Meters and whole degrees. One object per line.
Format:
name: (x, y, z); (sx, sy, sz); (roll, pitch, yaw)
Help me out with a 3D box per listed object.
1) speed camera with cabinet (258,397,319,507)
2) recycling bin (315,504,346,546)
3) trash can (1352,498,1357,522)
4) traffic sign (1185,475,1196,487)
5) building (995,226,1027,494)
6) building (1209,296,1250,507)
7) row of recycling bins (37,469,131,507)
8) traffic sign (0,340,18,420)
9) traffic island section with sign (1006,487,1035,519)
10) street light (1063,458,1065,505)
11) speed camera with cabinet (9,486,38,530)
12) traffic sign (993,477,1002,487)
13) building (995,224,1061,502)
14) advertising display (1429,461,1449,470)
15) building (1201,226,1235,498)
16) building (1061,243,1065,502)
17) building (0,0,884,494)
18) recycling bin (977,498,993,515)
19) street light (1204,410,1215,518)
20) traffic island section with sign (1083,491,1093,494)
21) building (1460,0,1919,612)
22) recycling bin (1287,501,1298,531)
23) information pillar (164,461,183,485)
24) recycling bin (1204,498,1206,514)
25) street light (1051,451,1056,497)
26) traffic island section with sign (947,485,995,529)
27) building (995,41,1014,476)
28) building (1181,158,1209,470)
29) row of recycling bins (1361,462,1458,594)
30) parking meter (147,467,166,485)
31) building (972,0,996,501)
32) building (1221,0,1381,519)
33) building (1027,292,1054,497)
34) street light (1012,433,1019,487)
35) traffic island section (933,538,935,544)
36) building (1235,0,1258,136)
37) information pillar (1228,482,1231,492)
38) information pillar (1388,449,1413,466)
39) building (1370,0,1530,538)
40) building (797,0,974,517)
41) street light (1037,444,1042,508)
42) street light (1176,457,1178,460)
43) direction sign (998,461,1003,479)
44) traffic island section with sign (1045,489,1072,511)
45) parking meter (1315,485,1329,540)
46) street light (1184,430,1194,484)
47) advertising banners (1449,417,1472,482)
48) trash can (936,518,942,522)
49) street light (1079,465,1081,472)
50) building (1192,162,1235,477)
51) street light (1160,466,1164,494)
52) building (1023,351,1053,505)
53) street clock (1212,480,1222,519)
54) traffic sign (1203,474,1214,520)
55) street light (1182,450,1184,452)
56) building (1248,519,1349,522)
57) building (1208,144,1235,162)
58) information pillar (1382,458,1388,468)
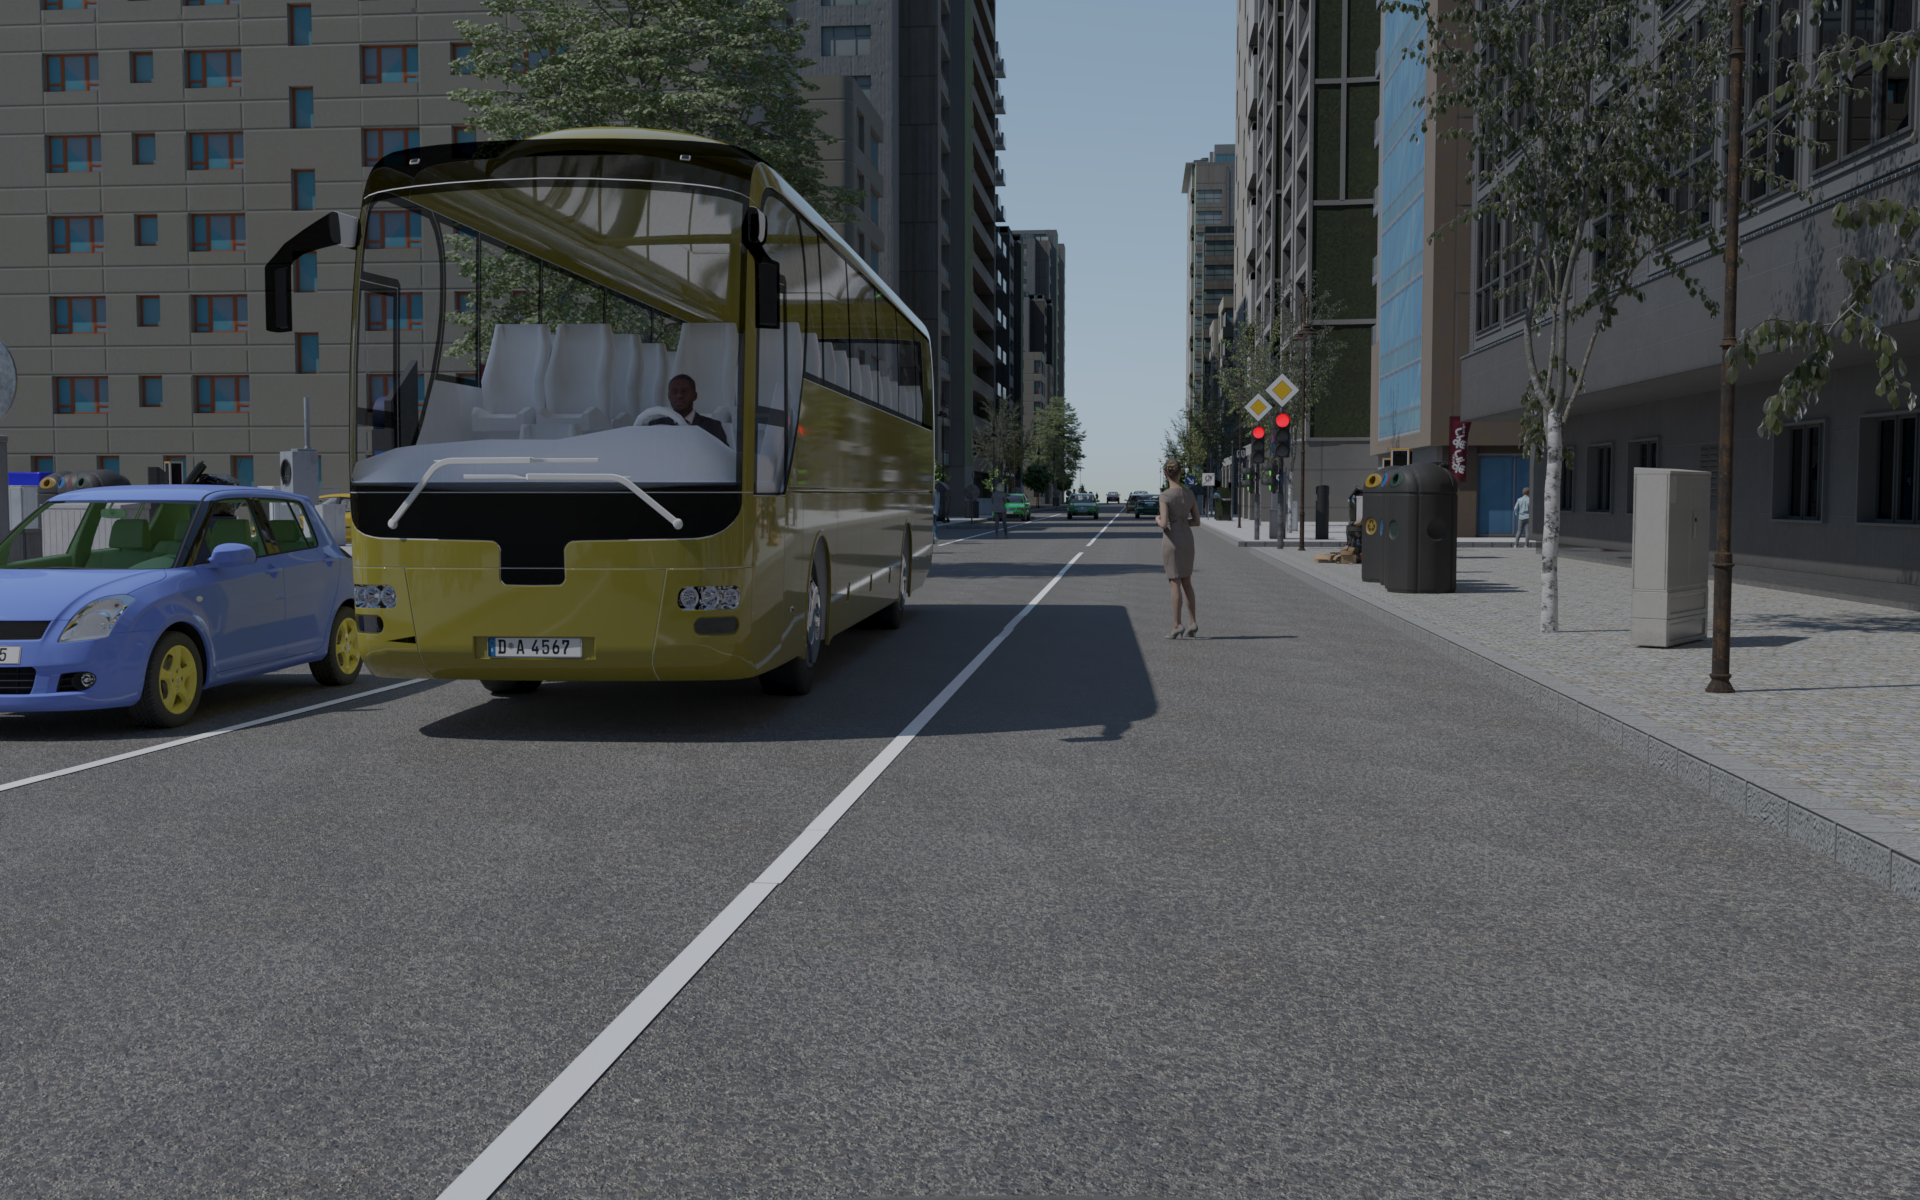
speed camera with cabinet: (-13.975, -2.545, 35.939); (0.660, 3.252, 2.038); (-3, 5, -42)
recycling bin: (-15.659, -1.843, 42.686); (0.722, 1.027, 0.722); (2, 4, 26)
trash can: (13.147, -2.737, 56.406); (0.748, 1.137, 0.748); (0, 3, 0)
traffic sign: (15.413, -7.081, 115.879); (0.768, 2.556, 0.104); (0, 4, 7)
building: (-0.618, -25.313, 185.574); (14.160, 30.474, 14.107); (0, 4, 6)
building: (38.222, -19.549, 164.672); (27.650, 21.520, 28.899); (0, 4, 6)
row of recycling bins: (-15.199, -1.409, 30.152); (1.069, 1.692, 3.534); (-3, 5, -39)
traffic sign: (-7.651, -0.816, 13.451); (0.768, 2.556, 0.104); (1, 4, 13)
traffic island section with sign: (3.264, -5.530, 99.043); (1.989, 1.847, 2.006); (0, 4, 6)
street light: (12.527, -14.448, 209.006); (0.468, 5.910, 1.993); (0, 4, 6)
speed camera with cabinet: (-18.976, -2.402, 33.601); (2.038, 3.252, 0.660); (0, 4, 5)
traffic sign: (2.289, -6.343, 105.838); (0.606, 2.300, 0.079); (0, 4, 8)
building: (7.399, -35.320, 261.072); (14.154, 41.232, 14.086); (0, 4, 6)
advertising display: (9.547, -1.804, 34.710); (0.123, 1.923, 0.974); (0, 4, -4)
building: (33.183, -25.440, 187.652); (14.160, 30.474, 14.107); (0, 4, 6)
building: (9.392, -36.201, 275.472); (14.154, 41.232, 14.086); (0, 4, 6)
building: (-18.770, -13.619, 67.717); (27.650, 21.520, 28.899); (0, 4, 6)
recycling bin: (1.492, -5.631, 104.629); (0.722, 1.027, 0.722); (3, 4, 36)
street light: (13.408, -7.398, 93.742); (0.468, 5.910, 1.993); (0, 4, 6)
traffic island section with sign: (19.528, -15.230, 257.642); (1.989, 1.847, 2.006); (0, 4, 6)
building: (16.424, -14.094, 23.939); (14.314, 27.812, 24.014); (0, 4, 6)
recycling bin: (11.312, -2.902, 60.000); (0.722, 1.027, 0.722); (0, 4, 4)
information pillar: (-17.778, -2.124, 39.215); (0.304, 2.012, 0.304); (-3, 5, -45)
recycling bin: (15.592, -6.110, 112.452); (0.722, 1.027, 0.722); (-1, 4, -11)
street light: (9.925, -12.855, 182.970); (0.468, 5.910, 1.993); (0, 4, 6)
traffic island section with sign: (0.527, -3.890, 72.227); (1.989, 1.847, 2.006); (0, 4, 6)
building: (-7.345, -33.256, 163.338); (23.786, 49.044, 30.456); (0, 4, 6)
building: (48.557, -41.367, 265.595); (28.713, 52.752, 27.495); (0, 4, 6)
row of recycling bins: (6.219, -1.029, 23.932); (1.069, 1.692, 3.534); (0, 4, 7)
parking meter: (-17.322, -1.937, 37.385); (0.255, 1.863, 0.399); (0, 4, -5)
building: (-8.679, -31.368, 136.566); (21.300, 48.544, 21.600); (0, 4, 6)
building: (27.785, -41.095, 110.152); (20.563, 71.187, 20.611); (0, 4, 6)
building: (6.025, -29.085, 247.243); (14.160, 30.474, 14.107); (0, 4, 6)
street light: (3.990, -9.366, 125.916); (0.468, 5.910, 1.993); (0, 4, 6)
traffic island section: (-1.820, -1.661, 49.442); (2.009, 0.180, 2.903); (0, 4, 6)
building: (35.784, -33.421, 135.677); (28.713, 52.752, 27.495); (0, 4, 6)
information pillar: (16.343, -6.135, 104.799); (0.304, 2.012, 0.304); (0, 4, 8)
information pillar: (7.156, -1.444, 28.105); (0.304, 2.012, 0.304); (2, 4, 25)
building: (21.469, -24.786, 55.355); (14.200, 45.320, 14.600); (0, 4, 6)
building: (-6.883, -25.192, 95.492); (14.154, 41.232, 14.086); (0, 4, 6)
street light: (7.048, -11.140, 154.931); (0.468, 5.910, 1.993); (0, 4, 6)
street light: (21.155, -12.058, 169.931); (0.468, 5.910, 1.993); (0, 4, 6)
direction sign: (2.749, -7.728, 118.343); (0.379, 3.537, 0.876); (1, 4, 22)
traffic island section with sign: (8.334, -8.557, 148.536); (1.989, 1.847, 2.006); (0, 4, 6)
parking meter: (10.202, -2.469, 48.772); (0.372, 1.533, 0.369); (0, 3, 0)
street light: (16.263, -9.141, 122.246); (0.468, 5.910, 1.993); (0, 4, 6)
advertising banners: (10.448, -2.610, 38.861); (2.074, 3.025, 0.090); (0, 4, 0)
trash can: (-0.986, -4.241, 80.999); (0.748, 1.137, 0.748); (0, 3, 0)
street light: (18.426, -17.900, 265.449); (0.468, 5.910, 1.993); (0, 4, 6)
building: (36.041, -32.522, 215.323); (14.154, 41.232, 14.086); (0, 4, 6)
street light: (32.508, -18.848, 280.955); (0.468, 5.910, 1.993); (0, 4, 6)
building: (-2.339, -23.336, 226.575); (27.650, 21.520, 28.899); (0, 4, 6)
street clock: (12.950, -5.065, 87.376); (0.471, 2.002, 0.358); (2, 4, 27)
traffic sign: (12.304, -5.118, 85.810); (0.606, 2.300, 0.079); (1, 4, 12)
street light: (18.343, -10.312, 141.386); (0.468, 5.910, 1.993); (0, 4, 6)
building: (24.300, -39.339, 81.442); (20.563, 71.187, 20.611); (0, 4, 6)
building: (43.700, -37.768, 237.110); (23.786, 49.044, 30.456); (0, 4, 6)
information pillar: (8.823, -1.895, 35.480); (0.304, 2.012, 0.304); (2, 4, 26)
